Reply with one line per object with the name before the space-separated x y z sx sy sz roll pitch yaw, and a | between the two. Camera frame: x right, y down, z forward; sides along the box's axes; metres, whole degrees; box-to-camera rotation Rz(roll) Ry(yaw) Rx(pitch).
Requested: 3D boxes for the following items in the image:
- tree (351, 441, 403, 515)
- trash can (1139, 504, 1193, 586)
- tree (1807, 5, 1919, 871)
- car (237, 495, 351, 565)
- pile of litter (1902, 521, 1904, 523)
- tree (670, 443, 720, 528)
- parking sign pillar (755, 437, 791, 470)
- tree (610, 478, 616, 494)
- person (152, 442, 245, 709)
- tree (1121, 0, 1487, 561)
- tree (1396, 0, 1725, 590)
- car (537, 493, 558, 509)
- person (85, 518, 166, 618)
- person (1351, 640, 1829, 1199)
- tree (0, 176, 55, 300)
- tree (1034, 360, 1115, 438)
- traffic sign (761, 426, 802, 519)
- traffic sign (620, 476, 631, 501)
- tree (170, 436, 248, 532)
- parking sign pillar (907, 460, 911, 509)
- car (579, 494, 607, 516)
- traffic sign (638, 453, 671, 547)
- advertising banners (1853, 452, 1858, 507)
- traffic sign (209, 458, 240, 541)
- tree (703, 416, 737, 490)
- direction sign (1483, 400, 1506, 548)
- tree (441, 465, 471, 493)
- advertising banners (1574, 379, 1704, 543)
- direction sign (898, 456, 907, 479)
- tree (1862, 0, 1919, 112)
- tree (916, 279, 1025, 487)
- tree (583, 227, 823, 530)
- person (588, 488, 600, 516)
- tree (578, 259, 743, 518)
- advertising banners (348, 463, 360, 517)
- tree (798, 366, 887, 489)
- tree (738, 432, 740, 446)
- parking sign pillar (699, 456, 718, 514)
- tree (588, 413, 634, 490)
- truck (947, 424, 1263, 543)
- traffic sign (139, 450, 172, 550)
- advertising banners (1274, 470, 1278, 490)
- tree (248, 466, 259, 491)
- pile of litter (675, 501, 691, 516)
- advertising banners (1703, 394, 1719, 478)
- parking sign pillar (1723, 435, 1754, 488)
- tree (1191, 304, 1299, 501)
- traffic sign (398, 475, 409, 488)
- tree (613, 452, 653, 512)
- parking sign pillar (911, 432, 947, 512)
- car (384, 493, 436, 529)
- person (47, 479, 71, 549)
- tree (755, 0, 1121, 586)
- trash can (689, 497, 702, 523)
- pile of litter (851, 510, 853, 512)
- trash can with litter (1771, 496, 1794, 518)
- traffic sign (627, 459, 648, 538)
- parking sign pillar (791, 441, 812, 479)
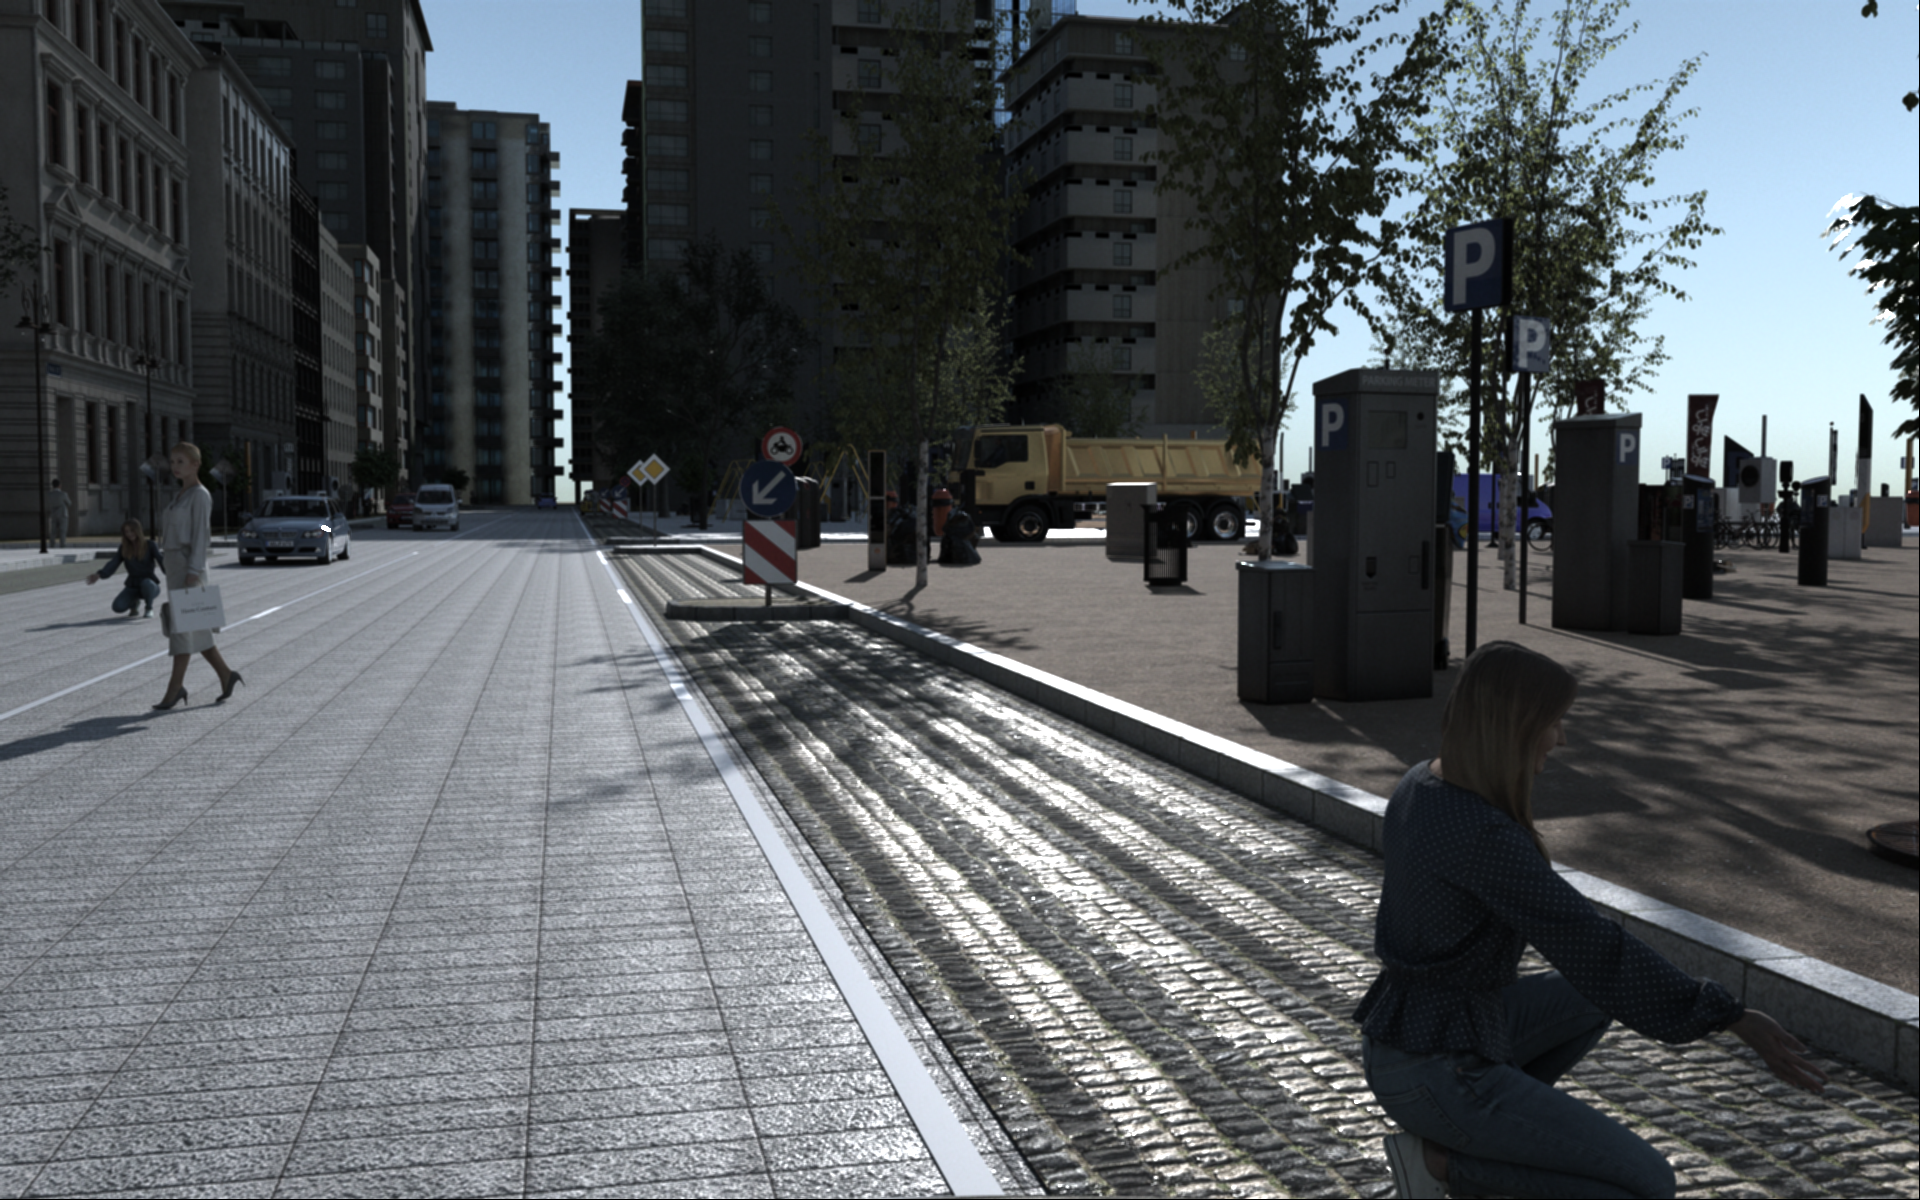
tree | -35.902 -7.502 106.373 4.285 4.588 4.351 0 3 0
trash can | 2.885 -0.773 24.299 0.748 1.137 0.748 0 3 0
tree | 3.876 -0.691 5.901 1.663 3.219 1.824 0 3 0
car | -13.965 -1.499 36.503 2.014 1.417 4.499 -1 4 -12
pile of litter | 41.952 -3.777 75.713 1.176 0.858 1.719 -1 4 -12
tree | -10.288 -4.544 68.899 1.663 3.219 1.824 0 3 0
parking sign pillar | -8.995 -5.714 81.890 1.447 3.967 1.447 -1 4 -18
tree | -36.152 -11.412 181.188 1.663 3.219 1.824 0 3 0
person | -5.174 -0.176 11.735 0.624 1.780 0.694 -2 4 -31
tree | 3.592 -4.197 18.976 4.737 8.622 4.395 0 3 0
tree | 7.619 -4.450 23.115 4.360 8.622 3.978 0 3 0
car | -39.101 -9.445 164.018 1.945 1.707 3.694 -1 4 -14
person | -9.489 -0.374 20.111 1.012 1.151 0.738 0 4 -5
person | 1.150 0.643 3.485 0.738 1.151 1.012 0 4 3
tree | -17.429 -5.560 25.322 8.767 10.594 7.601 1 4 17
tree | 6.222 -8.890 95.710 4.360 8.622 3.978 0 3 0
traffic sign | -3.363 -1.997 32.753 0.768 2.556 0.104 0 4 -5
traffic sign | -23.466 -7.421 121.447 0.768 2.556 0.104 0 4 -7
tree | -25.404 -3.895 58.286 1.663 3.219 1.824 0 3 0
parking sign pillar | -3.440 -7.989 119.087 1.447 3.967 1.447 2 4 32
car | -24.626 -6.499 116.488 2.015 1.641 3.980 -1 4 -11
traffic sign | -7.460 -2.364 42.302 0.795 2.450 0.064 -1 4 -13
advertising banners | 34.092 -4.267 65.950 0.090 3.025 2.074 2 4 26
traffic sign | -20.206 -2.689 47.611 0.795 2.450 0.064 -1 4 -13
tree | -16.725 -10.060 114.839 4.360 8.622 3.978 0 3 0
direction sign | 12.803 -3.029 41.529 0.876 3.537 0.379 -3 5 -39
tree | -57.075 -12.980 195.937 4.285 4.588 4.351 0 3 0
advertising banners | 10.055 -1.816 25.882 0.090 3.025 2.074 -2 4 -35
direction sign | -3.425 -6.804 103.238 0.379 3.537 0.876 3 4 37
tree | 6.532 -3.644 9.936 4.737 8.622 4.395 0 3 0
tree | 0.220 -6.702 59.936 4.360 8.622 3.978 0 3 0
tree | -9.173 -7.766 61.380 8.767 10.594 7.601 0 4 -8
person | -22.889 -6.104 108.422 0.709 1.813 0.853 -3 5 -40
tree | -16.066 -11.444 93.770 9.857 13.997 8.962 0 3 0
advertising banners | -34.360 -6.236 98.151 0.090 3.025 2.074 0 4 -5
tree | -7.045 -9.058 98.468 4.360 8.622 3.978 0 3 0
tree | -11.466 -9.758 109.912 4.737 8.622 4.395 0 3 0
parking sign pillar | -15.935 -7.432 109.983 1.447 3.967 1.447 -3 5 -41
tree | -29.008 -11.969 146.049 4.360 8.622 3.978 0 3 0
truck | 3.717 -3.260 49.223 9.791 3.379 3.469 -1 4 -12
traffic sign | -18.427 -2.213 39.826 0.795 2.450 0.064 -1 4 -13
advertising banners | 23.354 -7.933 125.884 0.090 3.025 2.074 -1 4 -21
tree | -25.427 -4.045 60.736 1.663 3.219 1.824 0 3 0
pile of litter | -16.224 -5.467 103.353 1.719 0.858 1.176 -2 4 -26
advertising banners | 12.262 -2.099 30.500 2.074 3.025 0.090 0 4 4
parking sign pillar | 35.629 -5.547 79.162 1.447 3.967 1.447 0 4 2
tree | 11.050 -7.202 68.111 4.360 8.622 3.978 0 3 0
traffic sign | -38.666 -7.353 120.222 0.884 2.594 0.081 0 4 -8
tree | -23.597 -8.679 125.609 4.285 4.588 4.351 0 3 0
parking sign pillar | -1.026 -5.129 72.337 1.447 3.967 1.447 -1 4 -22
car | -22.918 -3.877 72.423 2.155 1.783 4.494 -1 4 -14
person | -21.903 -2.047 42.157 0.511 1.800 0.466 -1 4 -8
tree | -0.628 -4.521 24.274 4.737 8.622 4.395 0 3 0
trash can | -11.545 -3.945 76.149 0.748 1.137 0.748 0 3 0
pile of litter | -8.236 -6.769 124.633 1.176 0.858 1.719 1 4 21
trash can with litter | 45.015 -5.126 94.864 1.678 1.210 2.233 -3 5 -43
traffic sign | -9.239 -2.841 50.087 0.795 2.450 0.064 -1 4 -13
parking sign pillar | -8.233 -6.109 88.356 1.447 3.967 1.447 1 4 16
